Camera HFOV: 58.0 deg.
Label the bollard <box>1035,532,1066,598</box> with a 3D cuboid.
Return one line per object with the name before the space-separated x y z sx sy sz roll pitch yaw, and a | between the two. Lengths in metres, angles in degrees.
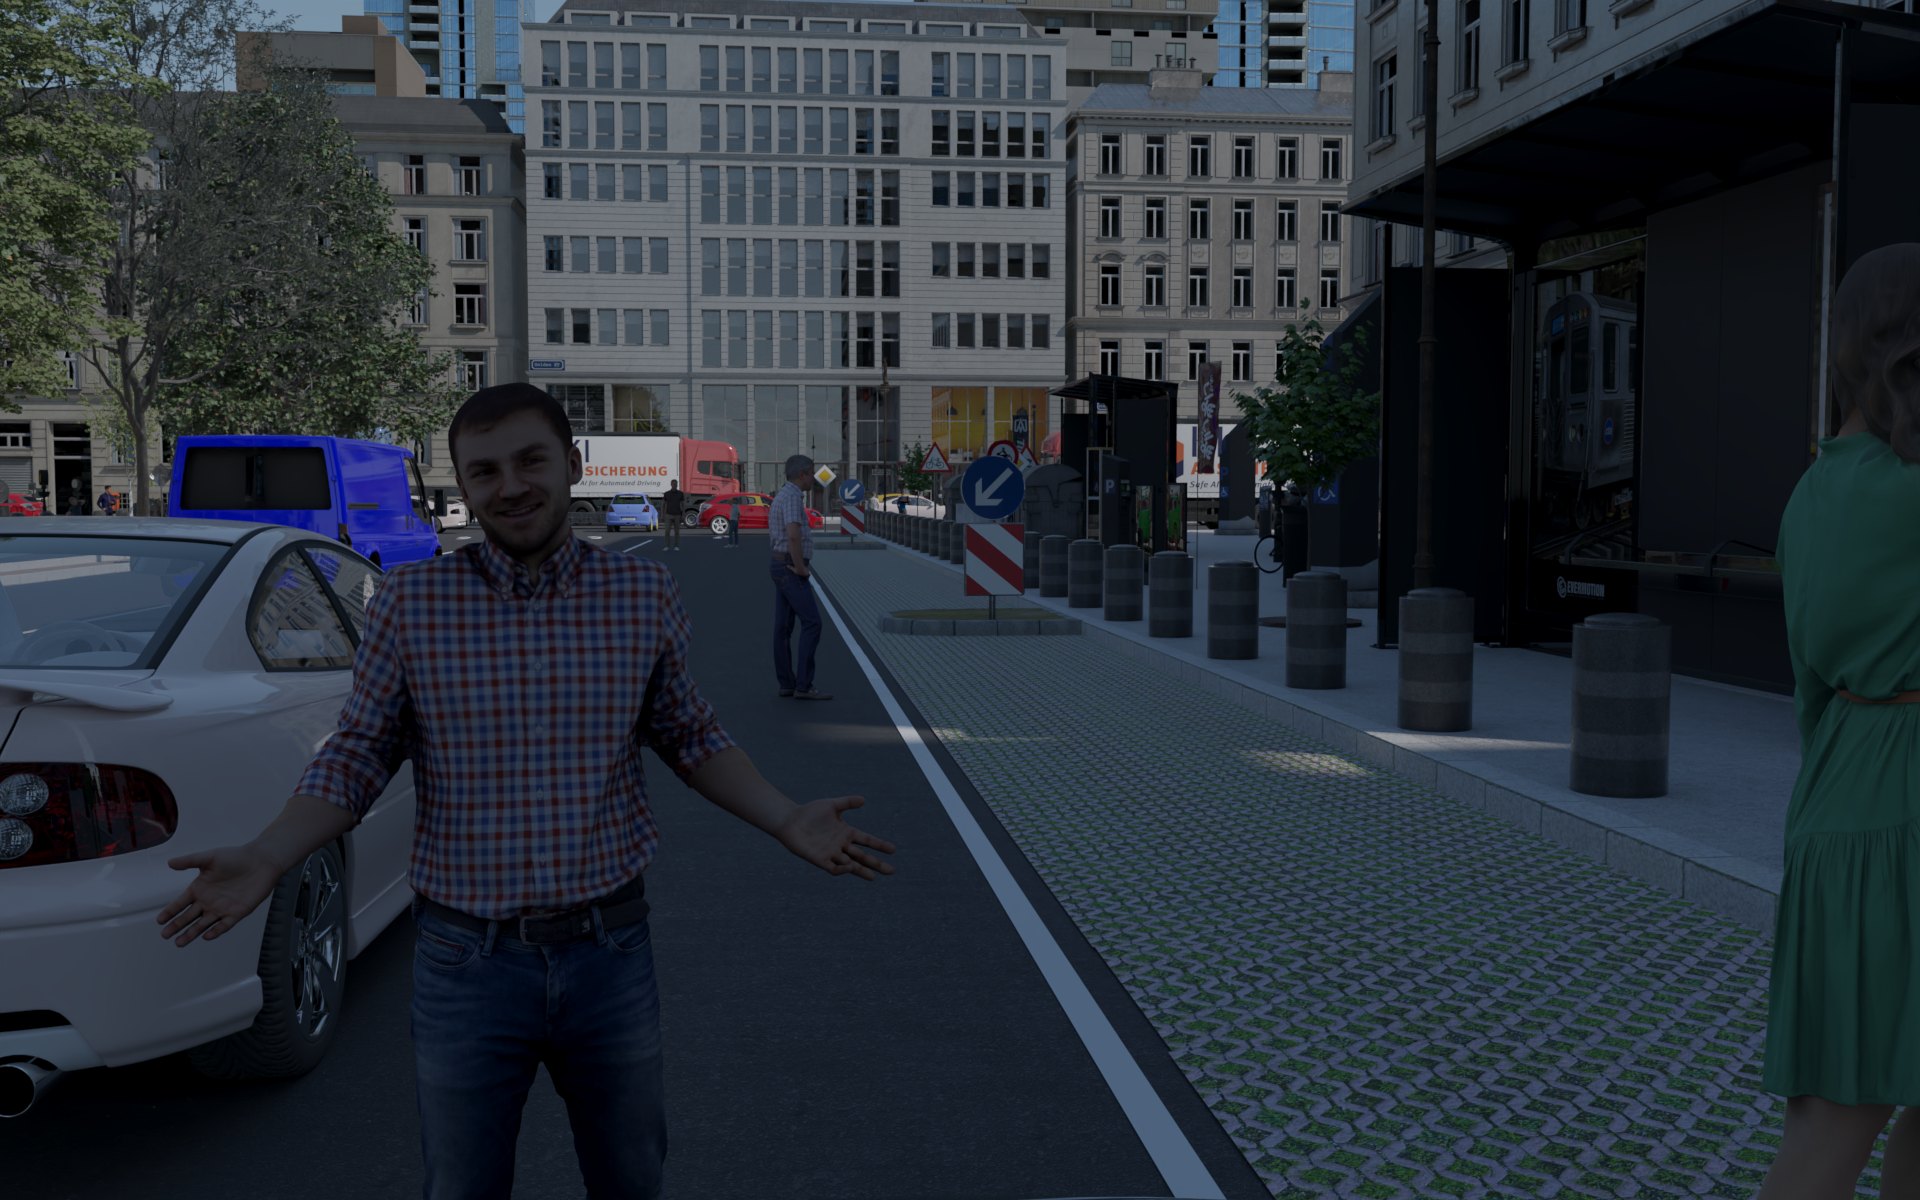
bollard | 1.194 -0.424 21.642 0.404 0.777 0.398 0 3 0

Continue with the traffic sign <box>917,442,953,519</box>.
traffic sign | -0.613 -2.622 42.870 0.884 2.594 0.081 0 4 3

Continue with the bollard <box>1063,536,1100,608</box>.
bollard | 1.428 -0.300 19.622 0.404 0.777 0.398 0 3 0

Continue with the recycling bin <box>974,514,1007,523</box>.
recycling bin | 0.772 -1.780 41.655 0.722 1.027 0.722 0 4 2

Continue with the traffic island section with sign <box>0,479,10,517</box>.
traffic island section with sign | -24.060 -2.093 42.856 1.989 1.847 2.006 0 4 -7

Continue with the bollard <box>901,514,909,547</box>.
bollard | -1.147 -1.657 41.811 0.404 0.777 0.398 0 3 0

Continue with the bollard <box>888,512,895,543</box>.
bollard | -1.617 -1.904 45.843 0.404 0.777 0.398 0 3 0

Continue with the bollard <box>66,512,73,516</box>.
bollard | -26.980 -2.326 52.740 0.404 0.777 0.398 0 3 0

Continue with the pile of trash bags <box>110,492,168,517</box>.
pile of trash bags | -41.738 -4.806 88.334 1.912 1.369 3.447 3 4 38

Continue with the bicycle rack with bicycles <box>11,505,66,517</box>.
bicycle rack with bicycles | -29.511 -2.529 54.732 2.925 0.926 2.852 3 4 36

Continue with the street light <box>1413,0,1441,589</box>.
street light | 2.922 -2.324 10.783 0.468 5.910 1.993 0 4 -7

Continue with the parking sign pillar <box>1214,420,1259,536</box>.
parking sign pillar | 8.673 -4.015 54.118 1.447 3.967 1.447 -3 5 -42

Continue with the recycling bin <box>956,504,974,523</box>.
recycling bin | 0.377 -2.030 45.749 0.722 1.027 0.722 3 4 37

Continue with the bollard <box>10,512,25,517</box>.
bollard | -26.507 -2.079 48.711 0.404 0.777 0.398 0 3 0

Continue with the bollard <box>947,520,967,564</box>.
bollard | 0.023 -1.040 31.726 0.404 0.777 0.398 0 3 0

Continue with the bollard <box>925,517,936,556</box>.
bollard | -0.443 -1.287 35.754 0.404 0.777 0.398 0 3 0

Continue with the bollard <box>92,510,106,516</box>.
bollard | -27.213 -2.449 54.753 0.404 0.777 0.398 0 3 0

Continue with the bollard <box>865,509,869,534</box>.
bollard | -2.792 -2.520 55.923 0.404 0.777 0.398 0 3 0

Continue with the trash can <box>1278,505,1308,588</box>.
trash can | 4.522 -0.669 22.594 0.748 1.137 0.748 0 3 0

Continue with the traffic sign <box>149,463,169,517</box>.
traffic sign | -25.931 -3.218 56.255 0.795 2.450 0.064 0 4 -7

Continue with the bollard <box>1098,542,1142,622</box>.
bollard | 1.664 -0.177 17.603 0.404 0.777 0.398 0 3 0

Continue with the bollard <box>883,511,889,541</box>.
bollard | -1.853 -2.027 47.856 0.404 0.777 0.398 0 3 0

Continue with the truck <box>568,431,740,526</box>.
truck | -15.067 -5.512 79.037 11.283 4.237 2.839 0 4 -8

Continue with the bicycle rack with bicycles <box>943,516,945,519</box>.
bicycle rack with bicycles | 0.838 -2.401 52.645 2.852 0.926 2.925 2 4 24

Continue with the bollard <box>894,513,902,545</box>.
bollard | -1.383 -1.780 43.826 0.404 0.777 0.398 0 3 0

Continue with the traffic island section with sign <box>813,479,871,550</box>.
traffic island section with sign | -2.954 -2.231 45.105 1.989 1.847 2.006 0 4 -7

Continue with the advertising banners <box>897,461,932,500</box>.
advertising banners | -2.420 -5.862 92.028 2.074 3.025 0.090 2 4 26

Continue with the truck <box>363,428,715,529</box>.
truck | -17.573 -4.981 71.204 18.799 4.110 2.967 -1 4 -8

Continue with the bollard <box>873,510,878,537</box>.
bollard | -2.323 -2.273 51.884 0.404 0.777 0.398 0 3 0

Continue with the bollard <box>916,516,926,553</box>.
bollard | -0.680 -1.410 37.767 0.404 0.777 0.398 0 3 0

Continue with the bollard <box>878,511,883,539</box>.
bollard | -2.081 -2.150 49.872 0.404 0.777 0.398 0 3 0

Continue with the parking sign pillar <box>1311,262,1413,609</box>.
parking sign pillar | 4.632 -1.927 19.973 1.447 3.967 1.447 -3 5 -40

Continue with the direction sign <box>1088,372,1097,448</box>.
direction sign | 2.493 -2.479 32.529 0.379 3.537 0.876 1 4 13

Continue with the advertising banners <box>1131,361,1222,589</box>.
advertising banners | 2.945 -1.682 23.691 0.090 3.025 2.074 -2 4 -28

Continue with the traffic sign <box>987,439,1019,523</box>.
traffic sign | 1.001 -2.467 40.440 0.768 2.556 0.104 0 4 -6

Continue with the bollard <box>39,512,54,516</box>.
bollard | -26.747 -2.202 50.727 0.404 0.777 0.398 0 3 0

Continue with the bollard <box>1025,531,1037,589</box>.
bollard | 0.956 -0.547 23.655 0.404 0.777 0.398 0 3 0

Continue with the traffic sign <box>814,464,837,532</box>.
traffic sign | -4.577 -3.368 58.706 0.795 2.450 0.064 0 4 -7

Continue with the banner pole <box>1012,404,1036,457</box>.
banner pole | 1.841 -3.558 48.194 0.863 3.779 0.401 1 4 20

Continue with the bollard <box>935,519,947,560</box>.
bollard | -0.212 -1.164 33.741 0.404 0.777 0.398 0 3 0

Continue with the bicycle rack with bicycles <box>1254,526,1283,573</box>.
bicycle rack with bicycles | 6.185 -0.885 27.848 2.925 0.926 2.852 0 4 -3

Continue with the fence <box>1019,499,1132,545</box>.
fence | 2.014 -1.156 30.101 2.264 1.192 0.480 -1 4 -19

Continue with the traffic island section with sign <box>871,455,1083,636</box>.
traffic island section with sign | 0.145 -0.593 18.328 1.989 1.847 2.006 0 4 -7

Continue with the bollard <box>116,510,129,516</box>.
bollard | -27.447 -2.572 56.768 0.404 0.777 0.398 0 3 0

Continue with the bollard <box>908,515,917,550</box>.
bollard | -0.915 -1.534 39.794 0.404 0.777 0.398 0 3 0

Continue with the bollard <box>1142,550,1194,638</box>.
bollard | 1.900 -0.053 15.590 0.404 0.777 0.398 0 3 0

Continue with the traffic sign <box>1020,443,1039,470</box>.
traffic sign | 1.692 -2.714 44.372 0.884 2.594 0.081 0 4 -3

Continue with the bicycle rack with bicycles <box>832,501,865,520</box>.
bicycle rack with bicycles | -5.150 -4.428 85.773 2.852 0.926 2.925 -1 4 -20

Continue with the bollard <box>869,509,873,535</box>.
bollard | -2.550 -2.396 53.898 0.404 0.777 0.398 0 3 0

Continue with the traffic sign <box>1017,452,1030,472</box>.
traffic sign | 1.322 -2.524 42.448 0.795 2.450 0.064 0 4 -1

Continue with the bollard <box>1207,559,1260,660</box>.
bollard | 2.138 0.071 13.549 0.404 0.777 0.398 0 3 0

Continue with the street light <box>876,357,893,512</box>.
street light | -2.538 -5.240 58.456 0.468 5.910 1.993 0 4 -7

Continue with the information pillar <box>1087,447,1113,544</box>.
information pillar | 2.213 -1.404 27.448 0.304 2.012 0.304 3 5 45

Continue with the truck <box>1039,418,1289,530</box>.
truck | 7.971 -4.661 65.123 11.283 4.237 2.839 0 4 -7
